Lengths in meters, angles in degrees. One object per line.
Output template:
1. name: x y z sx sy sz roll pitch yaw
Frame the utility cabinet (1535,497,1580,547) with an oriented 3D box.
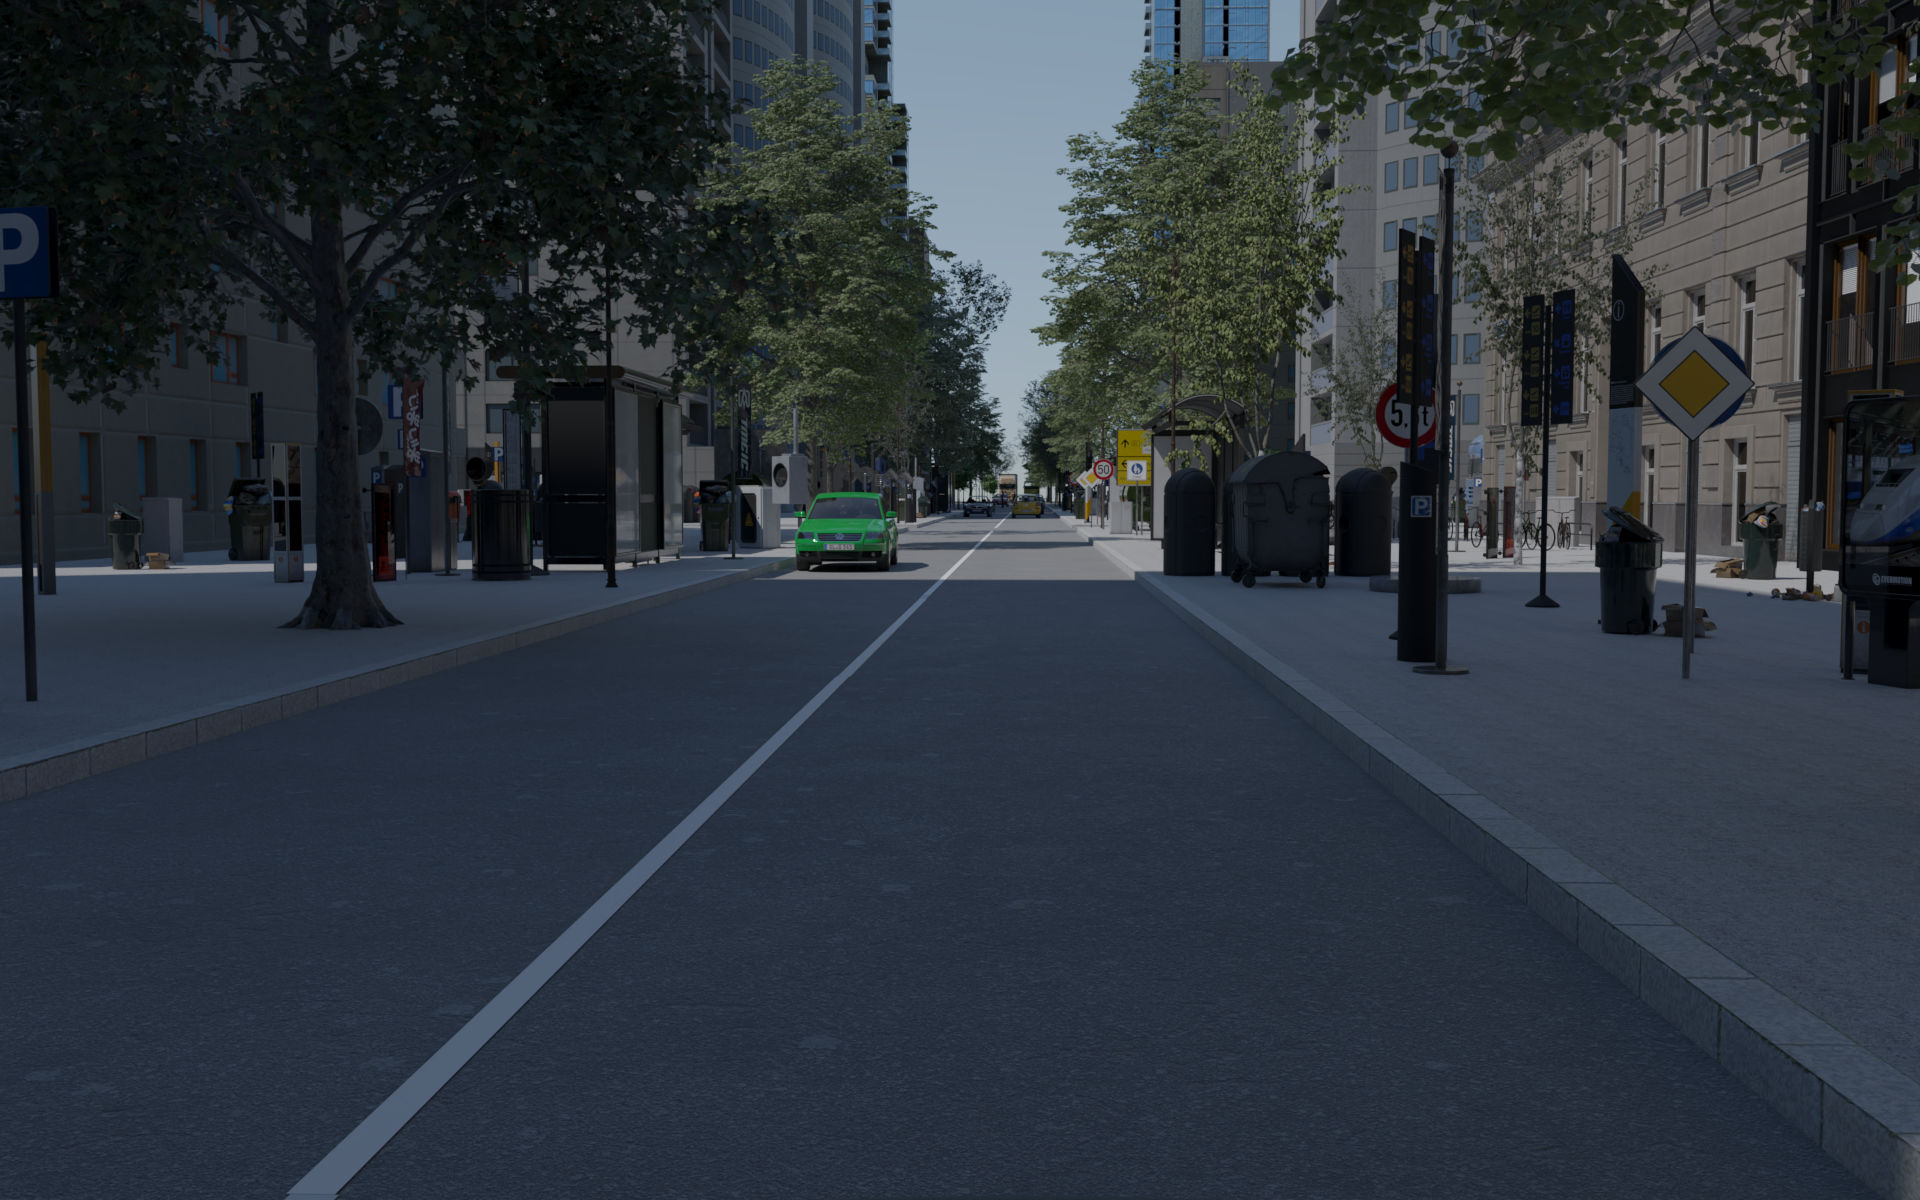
1. utility cabinet: 14.612 -1.910 42.383 0.306 1.237 1.020 -3 5 -43

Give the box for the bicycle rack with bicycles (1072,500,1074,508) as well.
1. bicycle rack with bicycles: 10.460 -7.982 143.894 2.925 0.926 2.852 1 4 18

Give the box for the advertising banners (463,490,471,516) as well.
1. advertising banners: -18.837 -4.310 66.664 2.074 3.025 0.090 -1 4 -17

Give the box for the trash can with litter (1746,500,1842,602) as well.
1. trash can with litter: 10.653 -0.632 21.392 1.678 1.210 2.233 2 4 29

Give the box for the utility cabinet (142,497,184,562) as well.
1. utility cabinet: -15.140 -1.331 32.918 1.020 1.237 0.306 3 5 40

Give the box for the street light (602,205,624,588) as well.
1. street light: -4.787 -3.109 23.625 0.468 5.910 1.993 0 4 2

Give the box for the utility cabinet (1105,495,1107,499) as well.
1. utility cabinet: 12.364 -8.204 145.303 0.306 1.237 1.020 -1 4 -14

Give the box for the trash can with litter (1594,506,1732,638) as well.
1. trash can with litter: 6.367 -0.272 15.830 1.055 1.170 0.624 3 5 41

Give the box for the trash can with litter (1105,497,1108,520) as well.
1. trash can with litter: 7.495 -4.407 83.443 1.055 1.170 0.624 -1 4 -19

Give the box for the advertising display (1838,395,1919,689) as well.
1. advertising display: 6.239 -0.385 11.516 0.123 1.923 0.974 -1 4 -12

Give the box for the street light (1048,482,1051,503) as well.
1. street light: 11.927 -15.412 224.767 0.468 5.910 1.993 0 4 2

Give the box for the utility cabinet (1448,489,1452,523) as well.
1. utility cabinet: 21.389 -4.137 76.325 0.318 1.500 1.173 2 4 25

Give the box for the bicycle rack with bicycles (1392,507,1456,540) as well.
1. bicycle rack with bicycles: 13.067 -2.128 48.168 2.852 0.926 2.925 1 4 19

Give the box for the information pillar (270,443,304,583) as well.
1. information pillar: -9.749 -1.261 25.112 0.304 2.012 0.304 2 4 25

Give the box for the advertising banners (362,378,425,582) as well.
1. advertising banners: -8.465 -1.783 25.333 0.090 3.025 2.074 1 4 21

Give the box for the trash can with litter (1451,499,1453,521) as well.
1. trash can with litter: 23.486 -4.286 81.465 1.055 1.170 0.624 -3 5 -44

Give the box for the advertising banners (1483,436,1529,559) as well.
1. advertising banners: 11.050 -2.364 34.841 0.090 3.025 2.074 3 5 42

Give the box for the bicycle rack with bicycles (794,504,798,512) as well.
1. bicycle rack with bicycles: -11.042 -6.799 124.552 2.925 0.926 2.852 1 4 23

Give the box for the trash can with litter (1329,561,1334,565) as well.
1. trash can with litter: 6.481 -1.236 31.265 2.233 1.210 1.678 -2 4 -27

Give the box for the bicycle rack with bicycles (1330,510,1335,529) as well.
1. bicycle rack with bicycles: 12.889 -3.019 62.739 2.925 0.926 2.852 2 4 25

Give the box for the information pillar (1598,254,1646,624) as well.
1. information pillar: 6.428 -1.554 16.762 0.183 3.616 0.504 -1 4 -9

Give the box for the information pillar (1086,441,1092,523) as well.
1. information pillar: 5.745 -5.253 77.235 0.183 3.616 0.504 2 4 32

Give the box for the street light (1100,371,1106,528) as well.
1. street light: 5.365 -5.647 65.109 0.468 5.910 1.993 0 4 2

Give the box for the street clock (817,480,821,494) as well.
1. street clock: -7.561 -5.286 90.997 0.471 2.002 0.358 -1 4 -16

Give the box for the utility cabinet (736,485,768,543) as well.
1. utility cabinet: -5.336 -2.194 44.545 0.318 1.500 1.173 -3 4 -37

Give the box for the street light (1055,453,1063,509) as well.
1. street light: 9.292 -11.477 160.429 0.468 5.910 1.993 0 4 2

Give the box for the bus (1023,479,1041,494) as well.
1. bus: 11.550 -17.564 278.724 2.896 3.916 12.252 0 4 2

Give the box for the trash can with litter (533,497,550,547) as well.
1. trash can with litter: -10.427 -1.925 42.523 2.233 1.210 1.678 3 4 36

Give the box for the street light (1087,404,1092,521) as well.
1. street light: 6.224 -6.794 83.878 0.468 5.910 1.993 0 4 2

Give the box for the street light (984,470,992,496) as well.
1. street light: 3.703 -16.003 234.431 0.468 5.910 1.993 0 4 2

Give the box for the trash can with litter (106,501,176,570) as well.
1. trash can with litter: -13.946 -1.109 29.517 1.055 1.170 0.624 -1 4 -10

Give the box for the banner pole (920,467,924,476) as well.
1. banner pole: -3.232 -9.615 147.214 0.401 3.779 0.863 2 4 27

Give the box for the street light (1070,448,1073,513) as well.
1. street light: 7.515 -8.790 116.508 0.468 5.910 1.993 0 4 2

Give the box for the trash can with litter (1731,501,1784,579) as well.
1. trash can with litter: 11.861 -0.905 26.184 0.624 1.170 1.055 -2 4 -31

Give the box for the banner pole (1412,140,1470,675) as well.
1. banner pole: 3.376 -1.353 12.139 0.401 3.779 0.863 1 4 21

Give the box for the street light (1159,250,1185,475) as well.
1. street light: 4.058 -3.677 32.907 0.468 5.910 1.993 0 4 2

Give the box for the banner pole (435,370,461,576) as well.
1. banner pole: -8.102 -2.286 27.391 0.401 3.779 0.863 -1 4 -8

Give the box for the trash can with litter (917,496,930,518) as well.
1. trash can with litter: -1.978 -4.913 91.708 0.624 1.170 1.055 1 4 11

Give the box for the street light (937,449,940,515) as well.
1. street light: -1.362 -8.302 108.523 0.468 5.910 1.993 0 4 2

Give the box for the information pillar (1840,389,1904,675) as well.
1. information pillar: 6.506 -0.481 12.364 0.304 2.012 0.304 3 4 39

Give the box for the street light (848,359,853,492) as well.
1. street light: -3.545 -5.077 55.797 0.468 5.910 1.993 0 4 2

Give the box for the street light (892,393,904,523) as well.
1. street light: -2.701 -6.286 75.561 0.468 5.910 1.993 0 4 2

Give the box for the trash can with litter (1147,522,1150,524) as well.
1. trash can with litter: 8.347 -3.803 73.567 0.624 1.170 1.055 -2 4 -32

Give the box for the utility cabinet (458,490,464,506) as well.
1. utility cabinet: -24.339 -4.736 86.108 1.173 1.500 0.318 -2 4 -25

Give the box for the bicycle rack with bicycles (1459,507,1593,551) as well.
1. bicycle rack with bicycles: 13.369 -1.638 40.167 2.852 0.926 2.925 0 4 1

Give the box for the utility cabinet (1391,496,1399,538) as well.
1. utility cabinet: 13.114 -2.444 51.128 1.020 1.237 0.306 -3 5 -43

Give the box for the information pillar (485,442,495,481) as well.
1. information pillar: -21.136 -5.296 77.943 0.504 3.616 0.183 -3 5 -42

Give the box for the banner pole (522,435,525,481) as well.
1. banner pole: -13.833 -3.989 55.236 0.401 3.779 0.863 0 4 6

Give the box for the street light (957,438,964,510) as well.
1. street light: -0.073 -10.269 140.693 0.468 5.910 1.993 0 4 2

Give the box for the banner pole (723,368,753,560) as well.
1. banner pole: -4.346 -2.703 34.205 0.401 3.779 0.863 2 4 29
